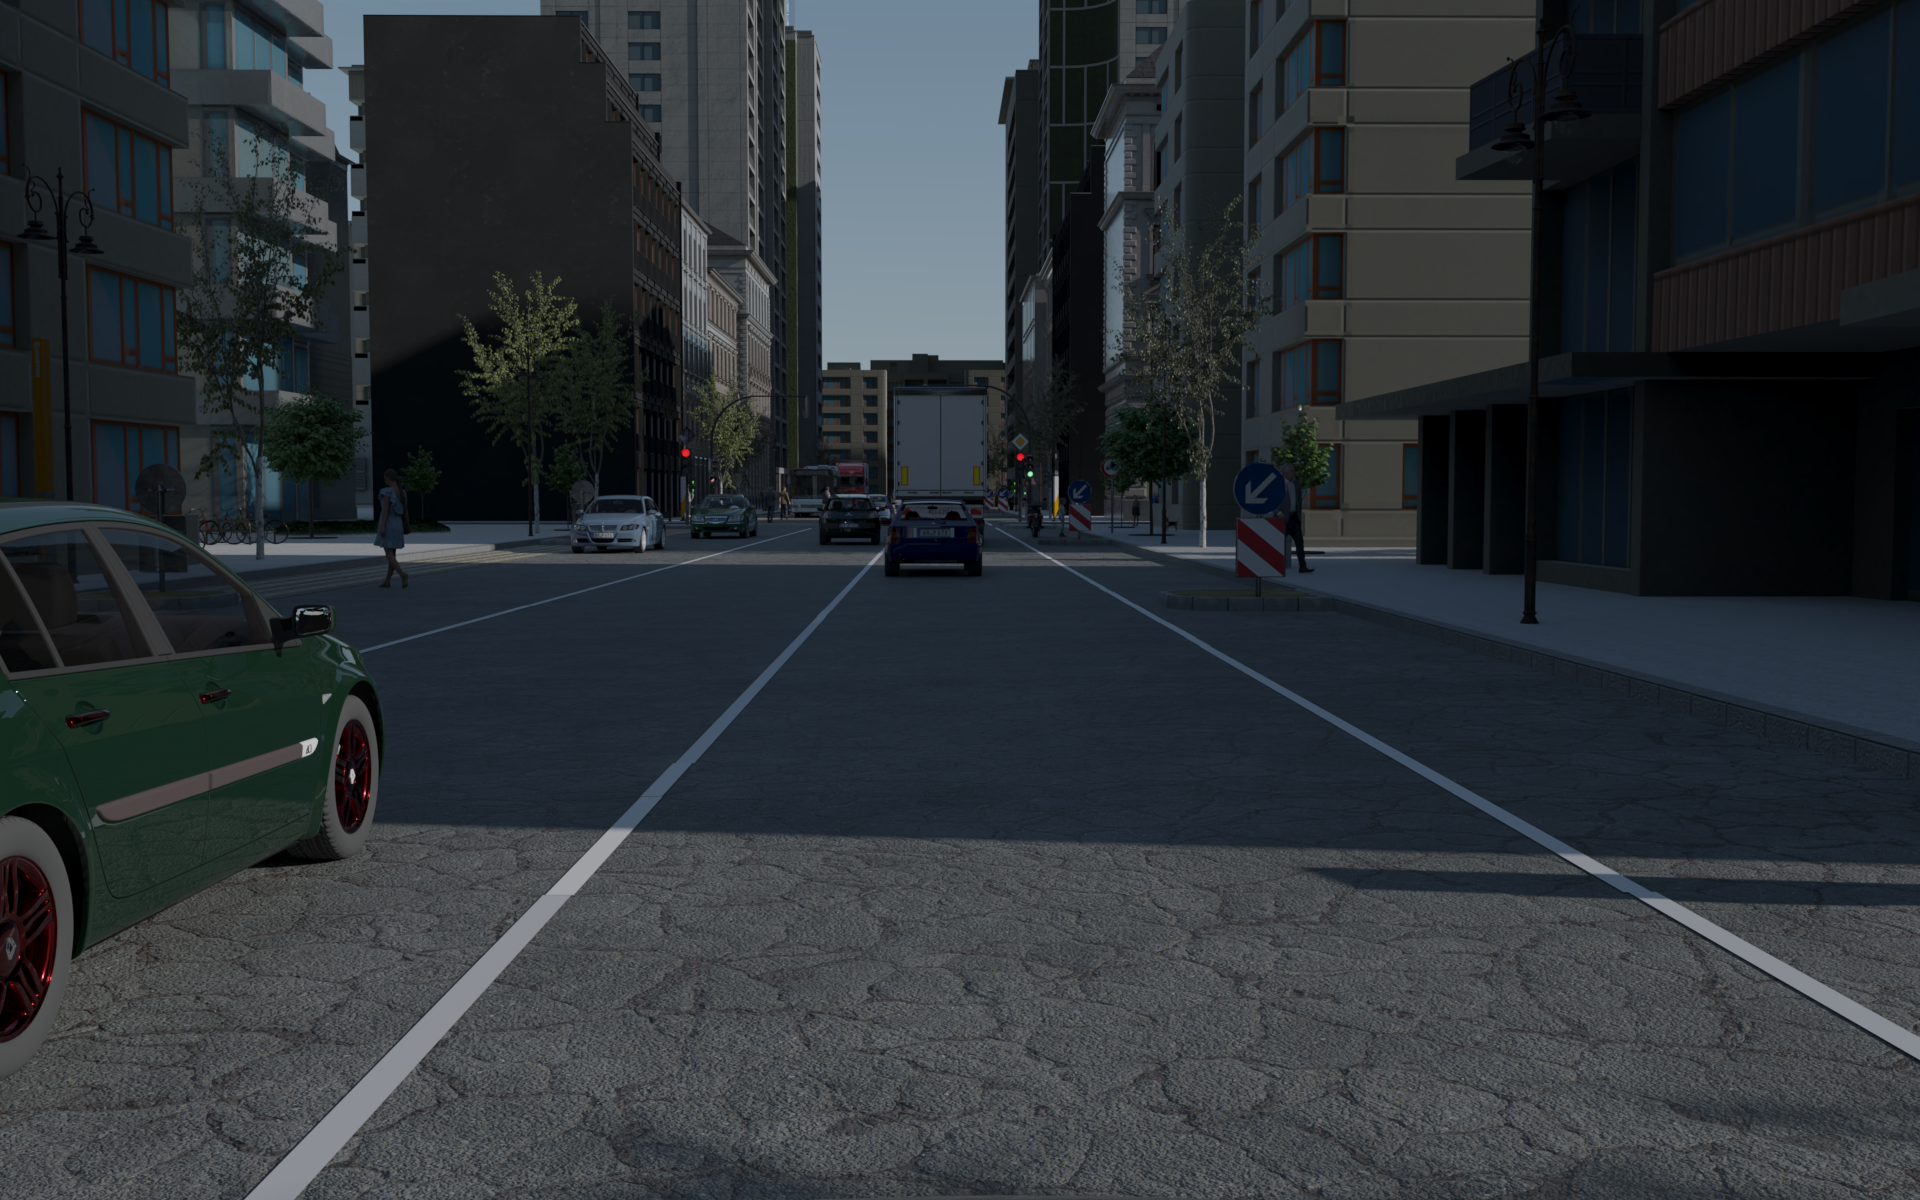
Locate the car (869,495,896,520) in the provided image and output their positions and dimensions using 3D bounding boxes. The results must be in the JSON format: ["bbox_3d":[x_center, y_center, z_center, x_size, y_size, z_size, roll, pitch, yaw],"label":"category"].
[{"bbox_3d":[-4.154,-4.452,84.785,2.014,1.417,4.499,0,4,-1],"label":"car"}]

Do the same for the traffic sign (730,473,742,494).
[{"bbox_3d":[-13.687,-6.472,105.927,0.768,2.556,0.104,1,4,9],"label":"traffic sign"}]

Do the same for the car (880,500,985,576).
[{"bbox_3d":[-0.499,-1.159,31.524,1.945,1.354,3.894,0,4,-1],"label":"car"}]

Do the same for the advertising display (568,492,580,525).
[{"bbox_3d":[-16.130,-4.103,72.304,0.123,1.923,0.974,1,4,13],"label":"advertising display"}]

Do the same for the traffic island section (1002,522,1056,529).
[{"bbox_3d":[2.908,-3.044,72.058,2.009,0.180,2.903,0,4,-1],"label":"traffic island section"}]

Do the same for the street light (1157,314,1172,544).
[{"bbox_3d":[5.269,-4.391,44.577,0.468,5.910,1.993,0,4,-1],"label":"street light"}]

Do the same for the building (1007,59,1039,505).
[{"bbox_3d":[16.261,-34.670,190.550,21.300,48.544,21.600,0,4,-1],"label":"building"}]

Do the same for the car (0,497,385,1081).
[{"bbox_3d":[-3.194,0.258,5.569,2.009,1.686,4.222,0,4,-2],"label":"car"}]

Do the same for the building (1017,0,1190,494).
[{"bbox_3d":[16.233,-44.681,168.791,20.563,71.187,20.611,0,4,-1],"label":"building"}]

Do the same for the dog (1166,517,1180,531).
[{"bbox_3d":[7.271,-2.614,59.565,0.406,0.507,0.540,2,4,32],"label":"dog"}]

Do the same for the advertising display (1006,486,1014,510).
[{"bbox_3d":[4.022,-7.955,135.282,0.974,1.923,0.123,-3,5,-39],"label":"advertising display"}]

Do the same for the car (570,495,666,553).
[{"bbox_3d":[-8.534,-1.930,43.554,2.014,1.417,4.499,0,3,0],"label":"car"}]

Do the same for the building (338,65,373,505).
[{"bbox_3d":[-59.437,-38.155,213.069,27.495,52.752,28.713,0,4,-1],"label":"building"}]

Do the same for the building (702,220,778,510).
[{"bbox_3d":[-21.535,-19.271,143.954,11.050,23.489,19.941,0,4,-1],"label":"building"}]

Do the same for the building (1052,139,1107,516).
[{"bbox_3d":[12.402,-17.015,107.878,12.332,23.373,15.834,0,4,-1],"label":"building"}]

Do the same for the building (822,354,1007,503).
[{"bbox_3d":[-4.972,-25.067,254.887,28.899,21.520,27.650,0,4,-1],"label":"building"}]

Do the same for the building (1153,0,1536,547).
[{"bbox_3d":[21.847,-12.875,55.538,27.650,21.520,28.899,0,4,-1],"label":"building"}]

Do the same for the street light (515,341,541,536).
[{"bbox_3d":[-13.055,-4.876,52.503,0.468,5.910,1.993,0,4,-1],"label":"street light"}]

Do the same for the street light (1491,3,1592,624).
[{"bbox_3d":[5.647,-2.704,16.997,0.468,5.910,1.993,0,4,-1],"label":"street light"}]

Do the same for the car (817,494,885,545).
[{"bbox_3d":[-3.170,-2.472,50.201,2.009,1.686,4.222,0,4,-2],"label":"car"}]

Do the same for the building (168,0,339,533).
[{"bbox_3d":[-37.752,-26.699,56.143,30.456,49.044,23.786,0,4,-1],"label":"building"}]

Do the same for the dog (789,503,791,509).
[{"bbox_3d":[-14.380,-8.080,146.482,0.800,0.831,0.513,2,4,23],"label":"dog"}]

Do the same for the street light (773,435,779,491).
[{"bbox_3d":[-14.290,-9.869,134.145,0.468,5.910,1.993,0,4,-1],"label":"street light"}]

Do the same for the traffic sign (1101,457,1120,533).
[{"bbox_3d":[4.976,-3.451,56.532,0.768,2.556,0.104,0,4,6],"label":"traffic sign"}]

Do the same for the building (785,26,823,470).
[{"bbox_3d":[-31.640,-41.293,217.134,28.212,58.520,21.231,0,4,-1],"label":"building"}]

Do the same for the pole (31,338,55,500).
[{"bbox_3d":[-12.031,-1.769,22.759,0.158,3.312,0.155,0,3,0],"label":"pole"}]

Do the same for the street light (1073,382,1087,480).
[{"bbox_3d":[4.965,-6.044,71.608,0.468,5.910,1.993,0,4,-1],"label":"street light"}]

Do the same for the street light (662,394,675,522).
[{"bbox_3d":[-13.446,-6.563,80.087,0.468,5.910,1.993,0,4,-1],"label":"street light"}]

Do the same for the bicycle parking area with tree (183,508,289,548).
[{"bbox_3d":[-20.680,-3.340,41.615,9.016,4.147,8.231,1,4,11],"label":"bicycle parking area with tree"}]

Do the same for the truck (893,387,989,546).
[{"bbox_3d":[-0.495,-3.797,51.002,2.839,4.237,11.283,0,4,0],"label":"truck"}]

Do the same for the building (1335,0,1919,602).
[{"bbox_3d":[18.139,-22.222,17.960,22.147,44.769,28.867,0,4,-1],"label":"building"}]

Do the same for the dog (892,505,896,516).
[{"bbox_3d":[-3.752,-4.944,97.666,0.513,0.831,0.800,1,4,15],"label":"dog"}]

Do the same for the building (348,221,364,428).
[{"bbox_3d":[-79.318,-34.410,246.204,14.086,41.232,14.154,0,4,-1],"label":"building"}]

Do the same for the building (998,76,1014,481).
[{"bbox_3d":[19.502,-38.271,214.970,28.713,52.752,27.495,0,4,-1],"label":"building"}]

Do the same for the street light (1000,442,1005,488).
[{"bbox_3d":[3.794,-11.102,154.311,0.468,5.910,1.993,0,4,-1],"label":"street light"}]

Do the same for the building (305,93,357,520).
[{"bbox_3d":[-40.557,-14.466,85.675,18.267,20.994,9.793,0,4,-1],"label":"building"}]

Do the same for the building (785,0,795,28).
[{"bbox_3d":[-34.874,-57.286,249.292,31.000,86.520,22.319,0,4,-1],"label":"building"}]

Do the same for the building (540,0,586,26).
[{"bbox_3d":[-26.966,-44.365,163.613,20.563,71.187,20.611,0,4,-1],"label":"building"}]

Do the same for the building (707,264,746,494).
[{"bbox_3d":[-21.696,-15.893,124.485,10.561,19.102,19.286,0,4,-1],"label":"building"}]

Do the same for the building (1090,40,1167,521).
[{"bbox_3d":[16.863,-15.703,85.620,19.941,23.489,11.050,0,4,-1],"label":"building"}]

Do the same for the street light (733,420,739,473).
[{"bbox_3d":[-13.847,-8.216,107.116,0.468,5.910,1.993,0,4,-1],"label":"street light"}]

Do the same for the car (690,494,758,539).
[{"bbox_3d":[-7.779,-2.784,57.311,2.131,1.459,4.920,0,4,-1],"label":"car"}]

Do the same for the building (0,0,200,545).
[{"bbox_3d":[-27.543,-10.485,16.464,27.650,21.520,28.899,0,4,-1],"label":"building"}]

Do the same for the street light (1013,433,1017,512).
[{"bbox_3d":[4.120,-9.431,126.983,0.468,5.910,1.993,0,4,-1],"label":"street light"}]

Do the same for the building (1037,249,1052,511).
[{"bbox_3d":[11.983,-17.749,126.356,11.583,22.565,21.152,0,4,-1],"label":"building"}]

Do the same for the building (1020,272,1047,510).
[{"bbox_3d":[10.329,-18.171,146.251,9.793,20.994,18.267,0,4,-1],"label":"building"}]

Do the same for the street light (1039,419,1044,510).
[{"bbox_3d":[4.598,-7.723,99.054,0.468,5.910,1.993,0,4,-1],"label":"street light"}]

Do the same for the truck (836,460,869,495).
[{"bbox_3d":[-9.005,-9.522,144.590,2.839,4.237,11.283,0,4,-1],"label":"truck"}]

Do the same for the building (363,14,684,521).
[{"bbox_3d":[-21.506,-15.836,88.594,12.332,23.373,15.834,0,4,-1],"label":"building"}]

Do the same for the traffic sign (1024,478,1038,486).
[{"bbox_3d":[4.421,-6.596,107.844,0.884,2.594,0.081,0,4,4],"label":"traffic sign"}]

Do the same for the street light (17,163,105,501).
[{"bbox_3d":[-12.718,-3.172,24.645,0.468,5.910,1.993,0,4,-1],"label":"street light"}]

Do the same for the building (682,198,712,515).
[{"bbox_3d":[-21.136,-15.691,105.692,9.793,20.994,18.267,0,4,-1],"label":"building"}]

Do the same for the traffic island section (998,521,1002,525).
[{"bbox_3d":[2.798,-3.533,80.042,2.009,0.180,2.903,0,4,-1],"label":"traffic island section"}]
